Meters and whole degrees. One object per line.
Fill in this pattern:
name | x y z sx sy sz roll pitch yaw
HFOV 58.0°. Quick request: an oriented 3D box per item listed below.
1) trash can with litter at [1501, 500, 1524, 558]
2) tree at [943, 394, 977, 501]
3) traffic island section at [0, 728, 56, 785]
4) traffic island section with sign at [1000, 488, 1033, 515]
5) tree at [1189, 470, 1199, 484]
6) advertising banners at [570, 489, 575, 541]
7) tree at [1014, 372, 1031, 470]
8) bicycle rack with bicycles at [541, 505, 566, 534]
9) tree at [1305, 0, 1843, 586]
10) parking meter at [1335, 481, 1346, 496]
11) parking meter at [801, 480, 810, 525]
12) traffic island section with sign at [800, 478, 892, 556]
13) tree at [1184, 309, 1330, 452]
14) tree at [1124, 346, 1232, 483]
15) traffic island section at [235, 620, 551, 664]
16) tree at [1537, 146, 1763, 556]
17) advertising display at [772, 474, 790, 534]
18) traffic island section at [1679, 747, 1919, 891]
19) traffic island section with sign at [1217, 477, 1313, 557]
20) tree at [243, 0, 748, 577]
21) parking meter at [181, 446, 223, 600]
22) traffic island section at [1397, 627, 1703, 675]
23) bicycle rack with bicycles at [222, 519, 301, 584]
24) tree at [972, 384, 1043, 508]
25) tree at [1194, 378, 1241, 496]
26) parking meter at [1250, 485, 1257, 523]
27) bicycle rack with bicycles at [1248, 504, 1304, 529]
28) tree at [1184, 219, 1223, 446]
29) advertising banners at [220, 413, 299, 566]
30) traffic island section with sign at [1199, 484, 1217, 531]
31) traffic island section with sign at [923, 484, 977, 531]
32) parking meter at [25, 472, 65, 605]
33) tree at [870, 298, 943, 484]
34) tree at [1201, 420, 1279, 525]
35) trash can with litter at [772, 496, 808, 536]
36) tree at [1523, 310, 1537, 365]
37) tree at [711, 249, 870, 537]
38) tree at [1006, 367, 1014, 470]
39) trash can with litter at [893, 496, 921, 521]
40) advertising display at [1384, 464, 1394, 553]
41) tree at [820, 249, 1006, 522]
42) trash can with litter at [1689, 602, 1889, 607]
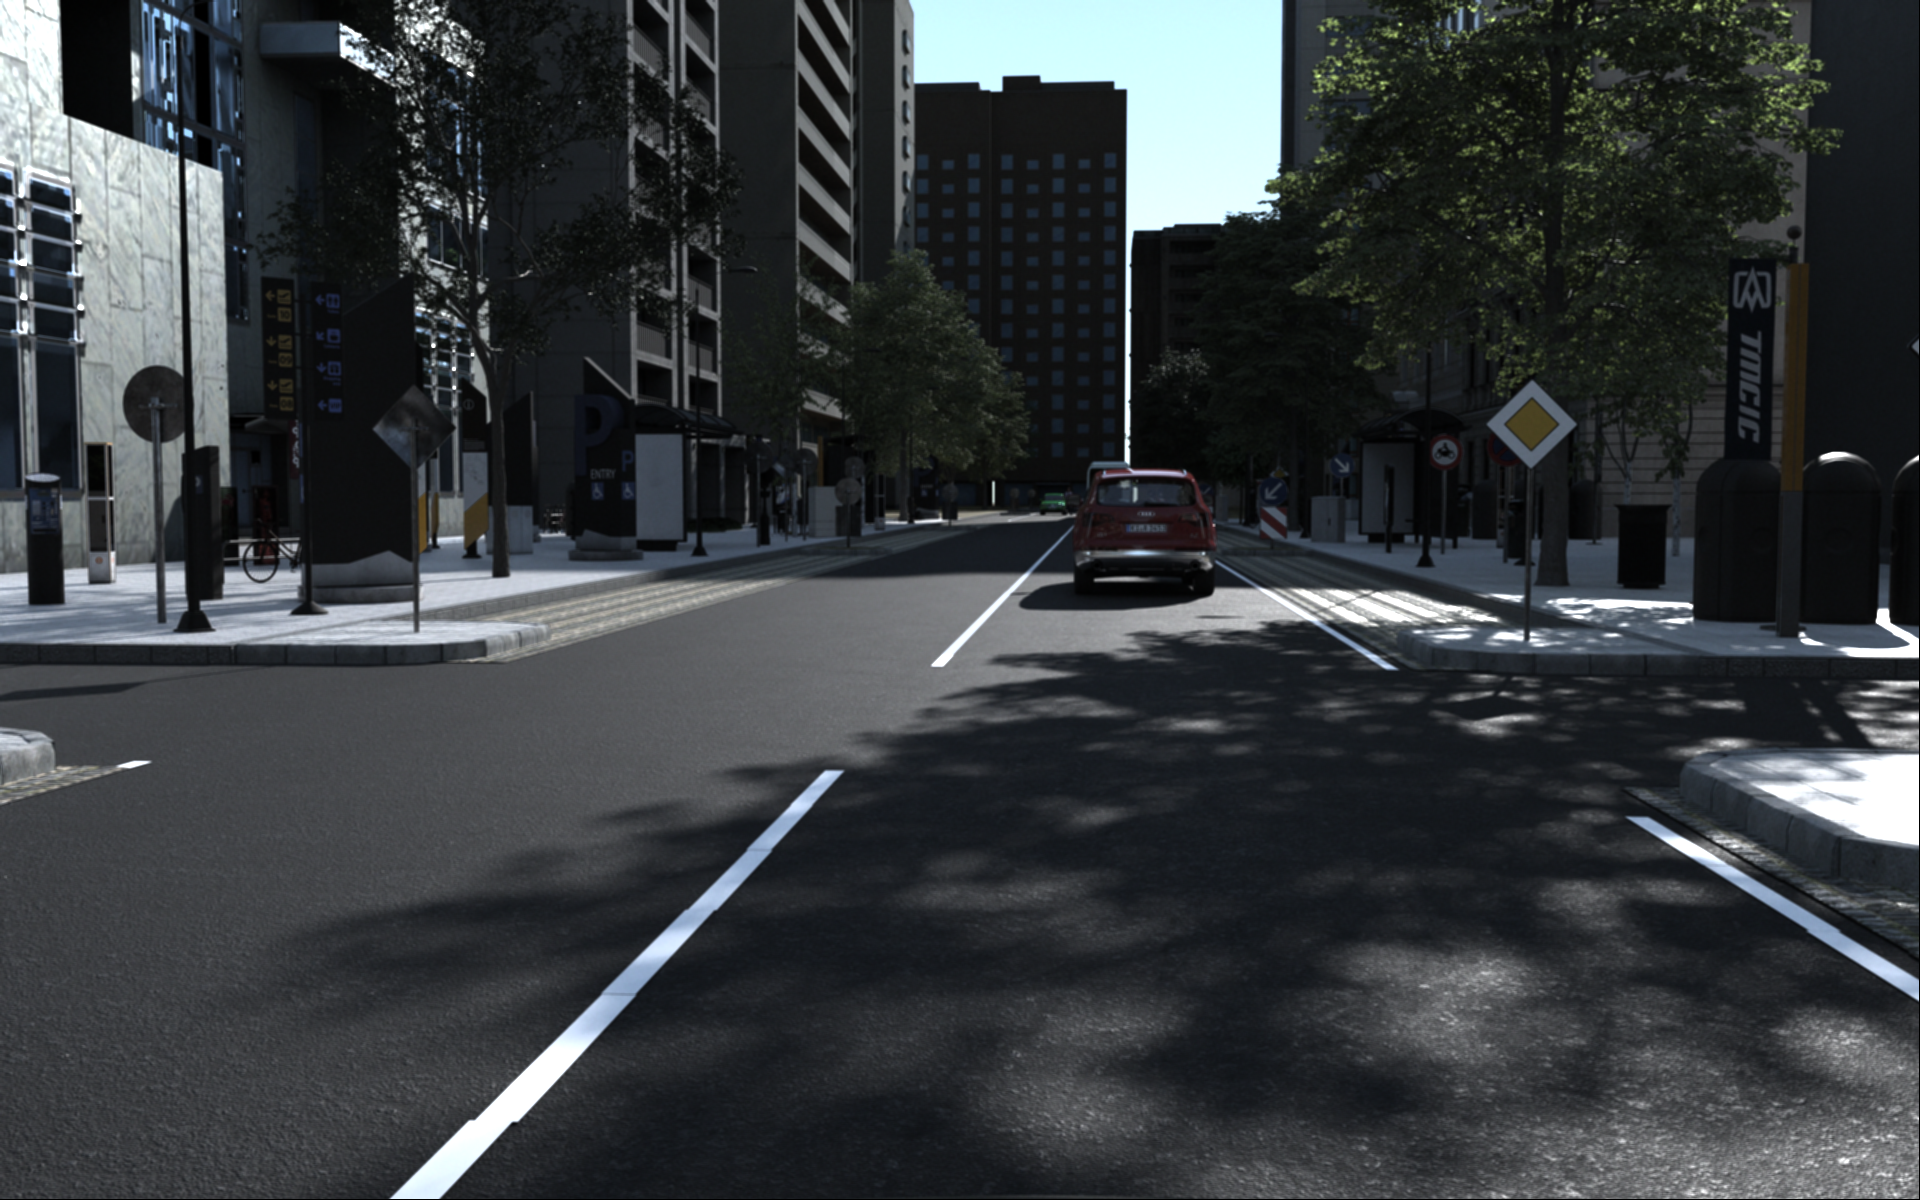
trash can with litter | 11.154 -1.436 34.873 0.624 1.170 1.055 1 4 11
tree | -0.668 -9.512 105.879 4.737 8.622 4.395 0 3 0
traffic island section | -5.725 0.867 8.104 2.009 0.180 2.903 0 4 5
traffic island section with sign | 3.769 -6.655 117.440 1.989 1.847 2.006 0 4 5
tree | 17.939 -8.595 135.123 1.663 3.219 1.824 0 3 0
advertising banners | -10.353 -3.191 48.368 0.090 3.025 2.074 1 4 16
tree | 1.834 -13.191 133.800 7.486 12.596 7.792 0 3 0
bicycle rack with bicycles | -13.871 -2.669 57.024 2.852 0.926 2.925 0 4 6
tree | 8.214 -6.495 24.327 7.486 12.596 7.792 0 3 0
parking meter | 16.701 -4.302 76.053 0.399 1.863 0.255 -2 4 -25
parking meter | -6.410 -4.051 71.946 0.255 1.863 0.399 1 4 16
traffic island section with sign | -2.642 -1.975 40.925 1.989 1.847 2.006 0 4 5
tree | 13.955 -8.971 81.094 7.601 10.594 8.767 1 4 13
tree | 19.036 -14.892 150.146 9.857 13.997 8.962 0 3 0
traffic island section | -5.058 0.380 16.061 2.009 0.180 2.903 0 4 5
tree | 14.530 -5.207 35.499 4.737 8.622 4.395 0 3 0
advertising display | -5.831 -3.136 56.482 0.123 1.923 0.974 2 4 23
traffic island section | 4.331 0.919 7.259 2.009 0.180 2.903 0 4 5
traffic island section with sign | 7.113 -1.940 40.348 1.989 1.847 2.006 0 4 5
tree | -6.983 -5.649 26.779 8.767 10.594 7.601 1 4 14
parking meter | -9.211 -0.938 21.039 0.399 1.863 0.255 1 4 14
traffic island section | 4.997 0.432 15.216 2.009 0.180 2.903 0 4 5
bicycle rack with bicycles | -9.216 -0.730 25.313 2.852 0.926 2.925 1 4 20
tree | 3.927 -14.485 162.579 9.928 11.665 9.643 0 3 0
tree | 15.591 -9.310 102.576 4.360 8.622 3.978 0 3 0
parking meter | 12.878 -4.329 76.487 0.399 1.863 0.255 0 4 1
bicycle rack with bicycles | 12.291 -3.082 63.768 2.852 0.926 2.925 -1 4 -20
tree | 11.392 -8.630 59.223 7.486 12.596 7.792 0 3 0
advertising banners | -12.556 -2.142 31.202 0.090 3.025 2.074 3 5 39
traffic island section with sign | 9.364 -3.583 67.210 1.989 1.847 2.006 0 4 5
traffic island section with sign | -0.356 -3.638 68.103 1.989 1.847 2.006 0 4 5
parking meter | -10.658 -0.719 20.169 0.372 1.533 0.369 0 3 0
tree | -3.363 -6.963 64.205 4.737 8.622 4.395 0 3 0
tree | 11.812 -5.473 73.193 4.285 4.588 4.351 0 3 0
trash can with litter | -4.895 -2.580 53.241 1.678 1.210 2.233 -3 4 -39
tree | 15.324 -5.475 39.872 4.737 8.622 4.395 0 3 0
tree | -5.156 -6.174 51.314 4.737 8.622 4.395 0 3 0
tree | -1.288 -10.805 94.796 7.486 12.596 7.792 0 3 0
trash can with litter | -2.686 -4.445 83.731 1.678 1.210 2.233 2 4 26
advertising display | 9.402 -2.004 37.982 0.123 1.923 0.974 1 4 9
tree | -2.628 -9.907 80.106 7.486 12.596 7.792 0 3 0
trash can with litter | 9.720 -0.556 20.147 2.233 1.210 1.678 2 4 24
